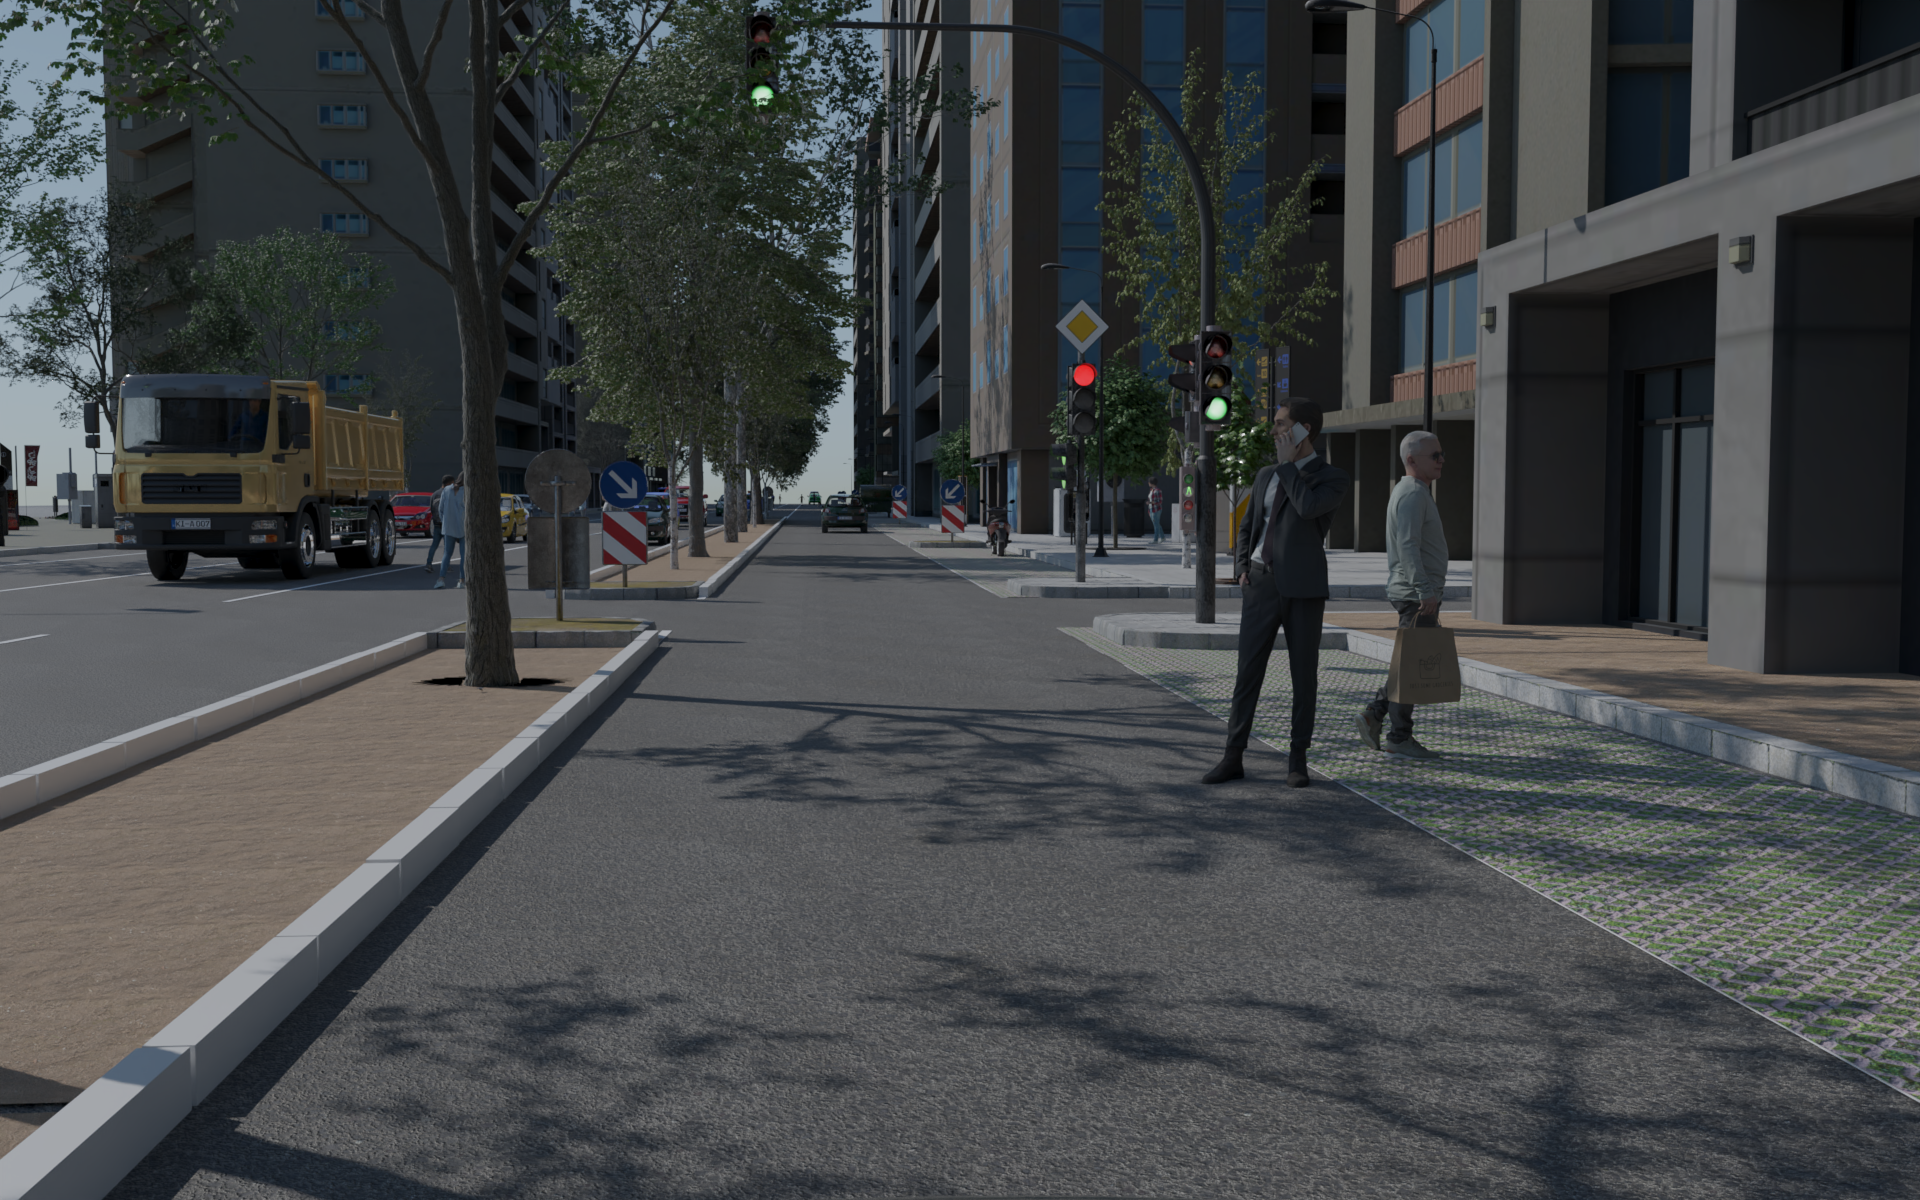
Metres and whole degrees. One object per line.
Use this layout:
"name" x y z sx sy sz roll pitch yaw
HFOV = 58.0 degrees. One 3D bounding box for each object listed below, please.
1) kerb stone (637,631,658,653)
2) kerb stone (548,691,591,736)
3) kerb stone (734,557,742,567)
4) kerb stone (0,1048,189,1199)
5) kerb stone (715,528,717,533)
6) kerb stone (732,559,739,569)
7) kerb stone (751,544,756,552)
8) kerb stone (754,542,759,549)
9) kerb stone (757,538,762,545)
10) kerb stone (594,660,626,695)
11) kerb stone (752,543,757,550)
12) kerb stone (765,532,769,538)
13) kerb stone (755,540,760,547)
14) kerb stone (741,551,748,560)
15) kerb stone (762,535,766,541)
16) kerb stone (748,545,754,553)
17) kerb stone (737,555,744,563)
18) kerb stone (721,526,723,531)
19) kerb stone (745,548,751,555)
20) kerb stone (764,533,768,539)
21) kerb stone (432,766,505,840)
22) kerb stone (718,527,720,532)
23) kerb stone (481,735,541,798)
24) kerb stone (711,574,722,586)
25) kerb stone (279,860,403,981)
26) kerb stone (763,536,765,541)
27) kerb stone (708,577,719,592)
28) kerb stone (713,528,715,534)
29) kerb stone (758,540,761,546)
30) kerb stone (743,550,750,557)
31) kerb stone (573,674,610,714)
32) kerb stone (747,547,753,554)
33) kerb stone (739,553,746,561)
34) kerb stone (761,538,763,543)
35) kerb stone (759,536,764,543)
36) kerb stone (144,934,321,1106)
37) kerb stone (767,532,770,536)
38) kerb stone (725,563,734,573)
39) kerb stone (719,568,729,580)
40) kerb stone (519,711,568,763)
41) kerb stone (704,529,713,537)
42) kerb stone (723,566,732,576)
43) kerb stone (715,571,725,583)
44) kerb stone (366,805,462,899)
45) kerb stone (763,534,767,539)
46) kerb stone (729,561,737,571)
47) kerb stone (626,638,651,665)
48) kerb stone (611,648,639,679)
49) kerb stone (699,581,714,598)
"kerb stone" -2.851 0.393 15.767 0.120 0.150 1.000 0 4 -5
"kerb stone" -2.415 0.705 10.665 0.120 0.150 1.000 0 4 -5
"kerb stone" -4.367 -0.700 33.668 0.120 0.150 1.000 0 4 -5
"kerb stone" -1.804 1.142 3.521 0.120 0.150 1.000 0 4 -5
"kerb stone" -8.901 -2.441 62.101 0.120 0.150 1.000 0 4 -5
"kerb stone" -4.293 -0.639 32.649 0.120 0.150 1.000 0 4 -5
"kerb stone" -5.072 -1.202 41.856 0.120 0.150 1.000 0 4 -5
"kerb stone" -5.237 -1.327 43.893 0.120 0.150 1.000 0 4 -5
"kerb stone" -5.506 -1.514 46.947 0.120 0.150 1.000 0 4 -5
"kerb stone" -2.580 0.581 12.702 0.120 0.150 1.000 0 4 -5
"kerb stone" -5.157 -1.265 42.874 0.120 0.150 1.000 0 4 -5
"kerb stone" -6.121 -1.951 54.105 0.120 0.150 1.000 0 4 -5
"kerb stone" -5.332 -1.389 44.911 0.120 0.150 1.000 0 4 -5
"kerb stone" -4.635 -0.888 36.744 0.120 0.150 1.000 0 4 -5
"kerb stone" -5.853 -1.763 51.038 0.120 0.150 1.000 0 4 -5
"kerb stone" -4.988 -1.138 40.838 0.120 0.150 1.000 0 4 -5
"kerb stone" -4.456 -0.765 34.698 0.120 0.150 1.000 0 4 -5
"kerb stone" -9.261 -2.689 66.196 0.120 0.150 1.000 0 4 -5
"kerb stone" -4.812 -1.015 38.795 0.120 0.150 1.000 0 4 -5
"kerb stone" -6.030 -1.888 53.087 0.120 0.150 1.000 0 4 -5
"kerb stone" -2.158 0.893 7.599 0.120 0.150 1.000 0 4 -5
"kerb stone" -9.084 -2.566 64.145 0.120 0.150 1.000 0 4 -5
"kerb stone" -2.240 0.831 8.618 0.120 0.150 1.000 0 4 -5
"kerb stone" -3.772 -0.265 26.521 0.120 0.150 1.000 0 4 -5
"kerb stone" -1.979 1.025 5.561 0.120 0.150 1.000 0 4 -5
"kerb stone" -5.771 -1.701 50.014 0.120 0.150 1.000 0 4 -5
"kerb stone" -3.668 -0.199 25.494 0.120 0.150 1.000 0 4 -5
"kerb stone" -8.815 -2.378 61.076 0.120 0.150 1.000 0 4 -5
"kerb stone" -5.418 -1.447 45.929 0.120 0.150 1.000 0 4 -5
"kerb stone" -4.722 -0.953 37.773 0.120 0.150 1.000 0 4 -5
"kerb stone" -2.495 0.643 11.684 0.120 0.150 1.000 0 4 -5
"kerb stone" -4.902 -1.078 39.818 0.120 0.150 1.000 0 4 -5
"kerb stone" -4.550 -0.819 35.716 0.120 0.150 1.000 0 4 -5
"kerb stone" -5.595 -1.573 47.973 0.120 0.150 1.000 0 4 -5
"kerb stone" -5.681 -1.638 48.991 0.120 0.150 1.000 0 4 -5
"kerb stone" -1.889 1.084 4.542 0.120 0.150 1.000 0 4 -5
"kerb stone" -6.202 -2.014 55.125 0.120 0.150 1.000 0 4 -5
"kerb stone" -4.113 -0.507 30.600 0.120 0.150 1.000 0 4 -5
"kerb stone" -3.937 -0.389 28.562 0.120 0.150 1.000 0 4 -5
"kerb stone" -2.329 0.768 9.646 0.120 0.150 1.000 0 4 -5
"kerb stone" -8.739 -2.316 60.057 0.120 0.150 1.000 0 4 -5
"kerb stone" -4.029 -0.450 29.580 0.120 0.150 1.000 0 4 -5
"kerb stone" -3.856 -0.325 27.539 0.120 0.150 1.000 0 4 -5
"kerb stone" -2.067 0.955 6.581 0.120 0.150 1.000 0 4 -5
"kerb stone" -5.947 -1.826 52.064 0.120 0.150 1.000 0 4 -5
"kerb stone" -4.198 -0.577 31.625 0.120 0.150 1.000 0 4 -5
"kerb stone" -2.764 0.463 14.749 0.120 0.150 1.000 0 4 -5
"kerb stone" -2.674 0.521 13.730 0.120 0.150 1.000 0 4 -5
"kerb stone" -3.595 -0.134 24.470 0.120 0.150 1.000 0 4 -5
